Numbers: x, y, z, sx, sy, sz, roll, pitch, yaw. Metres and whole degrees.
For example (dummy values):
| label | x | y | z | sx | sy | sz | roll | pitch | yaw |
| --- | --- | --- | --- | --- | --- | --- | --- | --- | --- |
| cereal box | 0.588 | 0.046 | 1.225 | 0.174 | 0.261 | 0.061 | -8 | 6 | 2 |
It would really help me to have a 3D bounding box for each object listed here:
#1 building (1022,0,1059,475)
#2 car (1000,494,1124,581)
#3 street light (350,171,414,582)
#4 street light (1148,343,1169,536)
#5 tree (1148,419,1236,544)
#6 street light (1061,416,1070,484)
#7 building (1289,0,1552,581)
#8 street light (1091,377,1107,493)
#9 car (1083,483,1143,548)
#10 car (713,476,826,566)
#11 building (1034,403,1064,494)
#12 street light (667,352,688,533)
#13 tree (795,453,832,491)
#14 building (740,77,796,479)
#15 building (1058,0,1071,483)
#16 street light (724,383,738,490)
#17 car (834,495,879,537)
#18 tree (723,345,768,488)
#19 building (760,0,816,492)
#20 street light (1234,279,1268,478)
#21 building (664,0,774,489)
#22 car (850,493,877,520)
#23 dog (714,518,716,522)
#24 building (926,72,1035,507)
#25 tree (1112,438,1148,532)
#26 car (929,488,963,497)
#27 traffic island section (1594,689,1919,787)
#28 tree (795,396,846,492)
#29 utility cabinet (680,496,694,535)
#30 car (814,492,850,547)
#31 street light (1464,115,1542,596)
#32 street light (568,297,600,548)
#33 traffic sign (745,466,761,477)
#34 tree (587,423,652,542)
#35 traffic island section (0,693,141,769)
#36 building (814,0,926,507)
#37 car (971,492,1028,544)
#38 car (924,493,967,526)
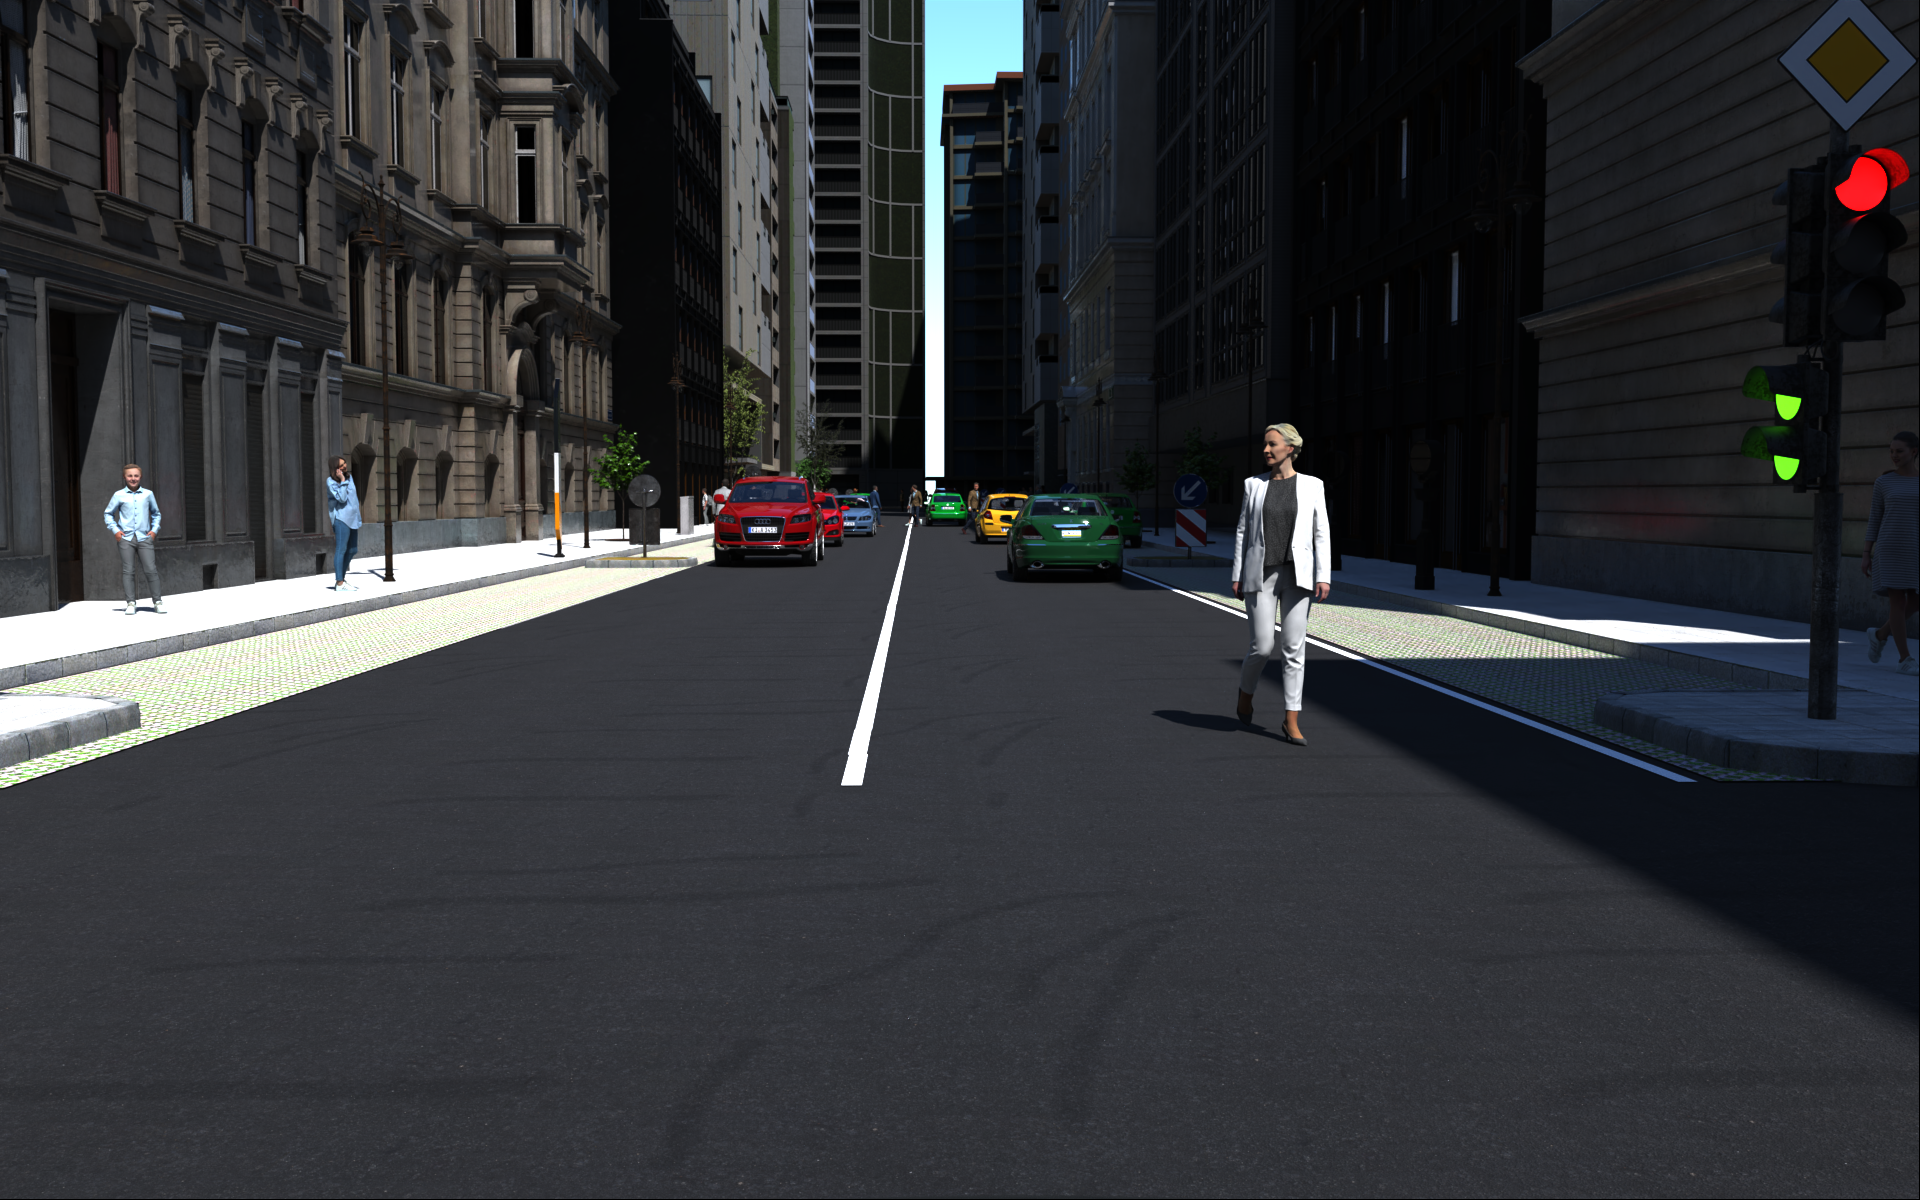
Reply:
| label | x | y | z | sx | sy | sz | roll | pitch | yaw |
| --- | --- | --- | --- | --- | --- | --- | --- | --- | --- |
| building | 19.433 | -34.046 | 145.883 | 28.713 | 52.752 | 27.495 | 0 | 4 | -1 |
| car | 1.769 | -1.113 | 29.988 | 2.131 | 1.459 | 4.920 | 0 | 4 | 0 |
| street light | -8.377 | -3.208 | 25.246 | 0.468 | 5.910 | 1.993 | 0 | 4 | -1 |
| street light | 6.045 | -4.908 | 53.035 | 0.468 | 5.910 | 1.993 | 0 | 4 | -1 |
| tree | 6.099 | -3.074 | 44.854 | 1.663 | 3.219 | 1.824 | 0 | 3 | 0 |
| street light | 5.133 | -6.840 | 84.620 | 0.468 | 5.910 | 1.993 | 0 | 4 | -1 |
| building | 14.163 | -12.433 | 32.955 | 12.332 | 23.373 | 15.834 | 0 | 4 | -1 |
| street light | 5.491 | -5.858 | 68.563 | 0.468 | 5.910 | 1.993 | 0 | 4 | -1 |
| car | 3.841 | -2.351 | 47.230 | 1.959 | 1.807 | 4.718 | 0 | 4 | -3 |
| car | -3.903 | -1.670 | 35.980 | 2.281 | 1.827 | 5.304 | 0 | 4 | -2 |
| building | 17.255 | -49.109 | 115.599 | 22.319 | 86.520 | 31.000 | 0 | 4 | -1 |
| street light | -9.186 | -5.116 | 56.427 | 0.468 | 5.910 | 1.993 | 0 | 4 | -1 |
| tree | -11.695 | -9.317 | 136.049 | 4.285 | 4.588 | 4.351 | 0 | 3 | 0 |
| building | -18.969 | -21.307 | 120.068 | 14.160 | 30.474 | 14.107 | 0 | 4 | -1 |
| building | 12.828 | -27.134 | 93.748 | 14.600 | 45.320 | 14.200 | 0 | 4 | -1 |
| street light | -9.515 | -6.066 | 71.960 | 0.468 | 5.910 | 1.993 | 0 | 4 | -1 |
| car | -3.776 | -2.889 | 59.244 | 2.014 | 1.417 | 4.499 | 0 | 4 | -1 |
| tree | -10.907 | -8.074 | 82.366 | 4.737 | 8.622 | 4.395 | 0 | 3 | 0 |
| building | -26.643 | -37.013 | 147.161 | 28.212 | 58.520 | 21.231 | 0 | 4 | -1 |
| street light | 6.281 | -3.958 | 37.500 | 0.468 | 5.910 | 1.993 | 0 | 4 | -1 |
| building | -25.150 | -31.115 | 97.970 | 28.713 | 52.752 | 27.495 | 0 | 4 | -1 |
| car | -5.409 | -5.273 | 95.010 | 1.959 | 1.807 | 4.718 | 0 | 4 | -3 |
| dog | -10.239 | -3.415 | 73.571 | 0.550 | 0.427 | 0.748 | 1 | 4 | 22 |
| building | 10.830 | -32.176 | 180.704 | 28.867 | 44.769 | 22.147 | 0 | 4 | -1 |
| tree | 5.902 | -3.921 | 58.716 | 1.663 | 3.219 | 1.824 | 0 | 3 | 0 |
| car | -0.919 | -6.406 | 113.407 | 2.281 | 1.827 | 5.304 | 0 | 4 | -1 |
| traffic island section | 4.955 | 0.756 | 9.913 | 2.009 | 0.180 | 2.903 | 0 | 4 | -1 |
| tree | -10.817 | -11.060 | 131.193 | 4.360 | 8.622 | 3.978 | 0 | 3 | 0 |
| utility cabinet | -8.656 | -2.674 | 54.877 | 0.306 | 1.237 | 1.020 | 0 | 4 | 0 |
| car | -4.158 | -2.409 | 48.421 | 2.155 | 1.783 | 4.494 | 0 | 4 | -3 |
| street light | 6.737 | -2.989 | 21.650 | 0.468 | 5.910 | 1.993 | 0 | 4 | -1 |
| street light | -8.852 | -4.166 | 40.894 | 0.468 | 5.910 | 1.993 | 0 | 4 | -1 |
| traffic sign | -9.326 | -4.766 | 78.035 | 0.768 | 2.556 | 0.104 | 0 | 4 | 5 |
| tree | -9.216 | -3.226 | 47.354 | 1.663 | 3.219 | 1.824 | 0 | 3 | 0 |
| traffic island section | -5.983 | 0.772 | 9.654 | 2.009 | 0.180 | 2.903 | 0 | 4 | -1 |
| building | -13.873 | -45.254 | 178.154 | 20.611 | 71.187 | 20.563 | 0 | 4 | -1 |
| car | 1.356 | -2.480 | 50.773 | 2.015 | 1.641 | 3.980 | 0 | 4 | -3 |
| car | -0.635 | -4.232 | 77.993 | 1.959 | 1.807 | 4.718 | 0 | 4 | -3 |
